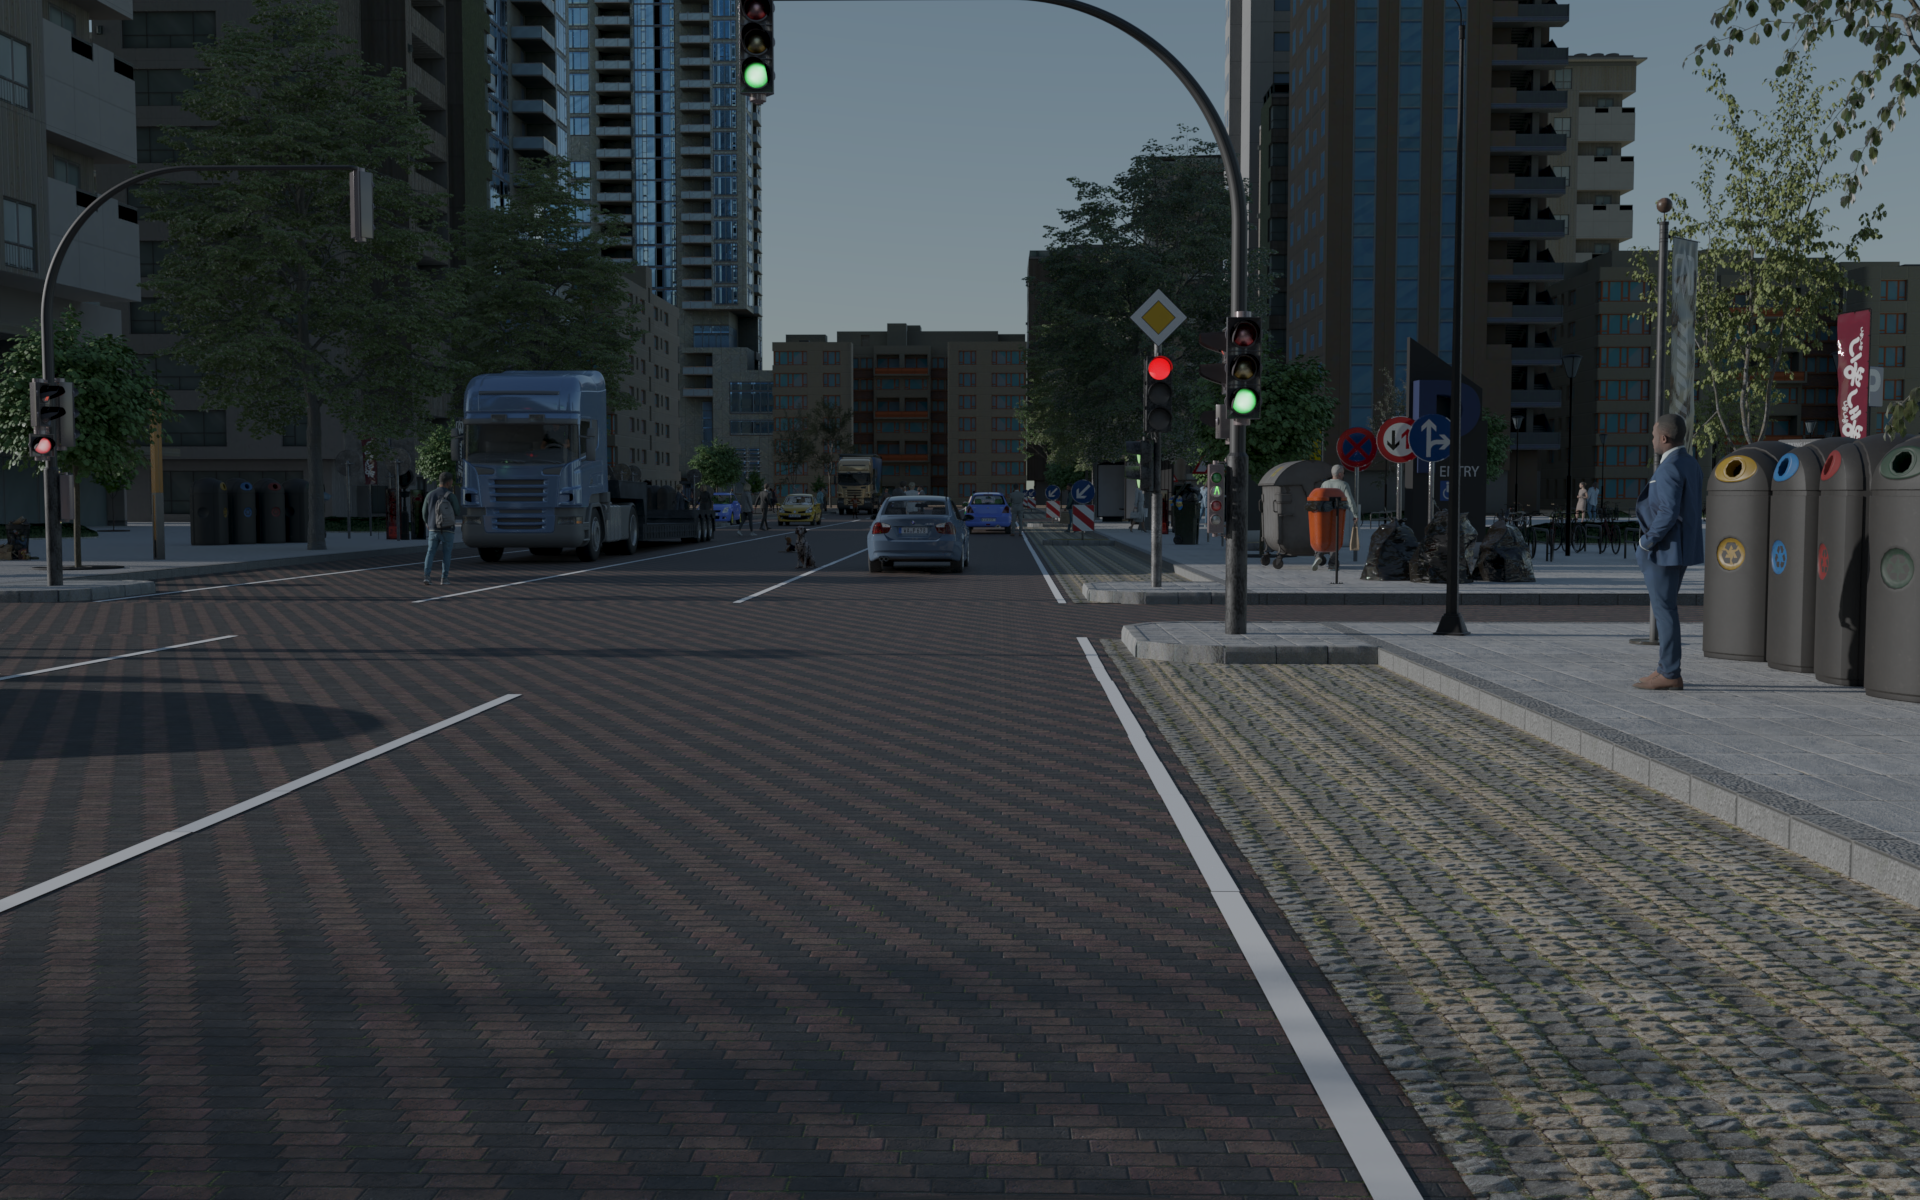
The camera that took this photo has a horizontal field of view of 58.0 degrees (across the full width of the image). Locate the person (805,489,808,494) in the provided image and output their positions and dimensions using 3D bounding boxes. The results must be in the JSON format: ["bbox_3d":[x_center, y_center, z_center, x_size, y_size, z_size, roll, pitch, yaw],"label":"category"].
[{"bbox_3d":[-13.906,-9.262,158.199,0.721,1.735,1.217,0,4,2],"label":"person"}]

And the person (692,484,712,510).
[{"bbox_3d":[-9.970,-3.516,66.205,0.699,1.804,1.509,-2,4,-35],"label":"person"}]

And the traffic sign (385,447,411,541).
[{"bbox_3d":[-15.347,-2.884,47.259,0.768,2.556,0.104,1,4,10],"label":"traffic sign"}]

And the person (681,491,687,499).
[{"bbox_3d":[-18.558,-6.686,115.327,0.705,1.831,1.348,-3,4,-38],"label":"person"}]

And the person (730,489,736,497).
[{"bbox_3d":[-23.005,-10.333,175.071,0.705,1.814,1.350,1,4,17],"label":"person"}]

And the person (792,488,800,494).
[{"bbox_3d":[-12.454,-7.617,131.318,1.217,1.736,0.721,-1,4,-13],"label":"person"}]

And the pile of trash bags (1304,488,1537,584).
[{"bbox_3d":[6.601,-0.958,25.414,3.447,1.369,1.912,-1,4,-21],"label":"pile of trash bags"}]

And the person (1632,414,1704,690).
[{"bbox_3d":[4.656,-0.315,11.371,0.419,1.800,0.721,2,4,29],"label":"person"}]

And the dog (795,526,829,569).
[{"bbox_3d":[-2.888,-1.022,33.550,0.800,0.831,0.513,-2,4,-29],"label":"dog"}]

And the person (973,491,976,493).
[{"bbox_3d":[0.881,-5.861,105.790,0.415,1.643,0.593,-1,4,-17],"label":"person"}]

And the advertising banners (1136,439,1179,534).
[{"bbox_3d":[6.461,-3.603,55.092,2.074,3.025,0.090,3,5,39],"label":"advertising banners"}]

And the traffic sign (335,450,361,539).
[{"bbox_3d":[-17.570,-3.036,49.747,0.768,2.556,0.104,0,4,2],"label":"traffic sign"}]

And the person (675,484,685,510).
[{"bbox_3d":[-9.292,-2.948,57.119,0.534,1.772,0.576,-2,4,-29],"label":"person"}]

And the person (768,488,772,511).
[{"bbox_3d":[-14.529,-7.668,132.209,0.721,1.735,1.217,2,4,30],"label":"person"}]

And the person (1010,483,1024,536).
[{"bbox_3d":[1.937,-3.088,59.172,0.511,1.800,0.466,-1,4,-16],"label":"person"}]

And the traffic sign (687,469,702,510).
[{"bbox_3d":[-13.376,-5.325,87.172,0.768,2.556,0.104,0,4,5],"label":"traffic sign"}]

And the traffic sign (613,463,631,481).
[{"bbox_3d":[-13.991,-4.378,71.680,0.768,2.556,0.104,0,4,6],"label":"traffic sign"}]

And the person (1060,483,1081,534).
[{"bbox_3d":[3.979,-3.304,62.504,0.713,1.824,0.794,2,4,32],"label":"person"}]

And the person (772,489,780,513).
[{"bbox_3d":[-12.488,-6.736,117.649,0.593,1.643,0.415,0,4,4],"label":"person"}]

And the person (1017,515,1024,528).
[{"bbox_3d":[2.491,-3.638,72.655,0.373,1.253,0.362,3,5,41],"label":"person"}]

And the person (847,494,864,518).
[{"bbox_3d":[-6.153,-5.496,101.618,1.065,1.426,0.557,-1,4,-18],"label":"person"}]

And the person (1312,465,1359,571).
[{"bbox_3d":[6.286,-1.361,28.775,0.782,1.767,0.515,2,4,33],"label":"person"}]

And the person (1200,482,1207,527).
[{"bbox_3d":[9.478,-3.725,67.219,0.793,1.790,0.793,0,4,4],"label":"person"}]

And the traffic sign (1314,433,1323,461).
[{"bbox_3d":[8.102,-3.080,44.227,2.265,3.308,0.079,0,4,7],"label":"traffic sign"}]

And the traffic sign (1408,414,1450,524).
[{"bbox_3d":[7.491,-1.678,27.537,0.768,2.556,0.104,0,4,2],"label":"traffic sign"}]

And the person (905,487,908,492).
[{"bbox_3d":[-2.951,-5.262,94.641,0.767,1.812,0.694,3,4,39],"label":"person"}]

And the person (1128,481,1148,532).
[{"bbox_3d":[5.972,-3.154,57.969,0.624,1.780,0.694,2,4,30],"label":"person"}]

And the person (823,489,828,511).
[{"bbox_3d":[-10.409,-7.635,133.421,0.705,1.812,1.348,1,4,13],"label":"person"}]

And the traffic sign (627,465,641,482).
[{"bbox_3d":[-14.458,-4.676,76.554,0.768,2.556,0.104,0,4,3],"label":"traffic sign"}]

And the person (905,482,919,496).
[{"bbox_3d":[-1.614,-3.119,59.380,0.514,1.842,0.818,-2,4,-33],"label":"person"}]

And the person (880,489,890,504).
[{"bbox_3d":[-4.560,-5.937,106.119,0.434,1.755,0.990,3,5,44],"label":"person"}]

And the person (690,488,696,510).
[{"bbox_3d":[-16.625,-6.137,107.849,0.415,1.643,0.593,-1,4,-12],"label":"person"}]

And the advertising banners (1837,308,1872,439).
[{"bbox_3d":[8.595,-1.200,15.811,0.090,3.025,2.074,0,4,-6],"label":"advertising banners"}]

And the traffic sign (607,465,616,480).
[{"bbox_3d":[-15.722,-4.746,77.603,0.884,2.594,0.081,1,4,11],"label":"traffic sign"}]

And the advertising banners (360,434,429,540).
[{"bbox_3d":[-15.927,-3.215,48.756,2.074,3.025,0.090,1,4,13],"label":"advertising banners"}]

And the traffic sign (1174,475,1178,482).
[{"bbox_3d":[9.125,-4.648,75.994,0.884,2.594,0.081,0,4,8],"label":"traffic sign"}]

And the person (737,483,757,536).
[{"bbox_3d":[-7.405,-3.126,59.788,0.728,1.800,0.709,-3,4,-37],"label":"person"}]

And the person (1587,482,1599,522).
[{"bbox_3d":[27.153,-4.161,74.335,0.793,1.790,0.793,3,4,38],"label":"person"}]

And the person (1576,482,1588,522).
[{"bbox_3d":[25.781,-4.010,71.954,0.374,1.781,0.599,-1,4,-22],"label":"person"}]

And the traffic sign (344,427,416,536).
[{"bbox_3d":[-17.631,-3.594,52.631,2.265,3.308,0.079,0,4,7],"label":"traffic sign"}]

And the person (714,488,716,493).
[{"bbox_3d":[-21.948,-9.149,155.267,1.348,1.869,0.705,2,4,26],"label":"person"}]

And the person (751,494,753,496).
[{"bbox_3d":[-18.825,-9.065,154.781,0.750,1.759,0.617,-1,4,-12],"label":"person"}]

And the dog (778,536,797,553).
[{"bbox_3d":[-4.100,-1.363,42.483,0.550,0.427,0.748,-2,4,-27],"label":"dog"}]

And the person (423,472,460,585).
[{"bbox_3d":[-8.205,-1.136,27.420,0.623,1.781,0.721,0,4,-6],"label":"person"}]

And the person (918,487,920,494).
[{"bbox_3d":[-2.131,-5.223,93.905,0.388,1.821,0.555,-2,4,-24],"label":"person"}]
